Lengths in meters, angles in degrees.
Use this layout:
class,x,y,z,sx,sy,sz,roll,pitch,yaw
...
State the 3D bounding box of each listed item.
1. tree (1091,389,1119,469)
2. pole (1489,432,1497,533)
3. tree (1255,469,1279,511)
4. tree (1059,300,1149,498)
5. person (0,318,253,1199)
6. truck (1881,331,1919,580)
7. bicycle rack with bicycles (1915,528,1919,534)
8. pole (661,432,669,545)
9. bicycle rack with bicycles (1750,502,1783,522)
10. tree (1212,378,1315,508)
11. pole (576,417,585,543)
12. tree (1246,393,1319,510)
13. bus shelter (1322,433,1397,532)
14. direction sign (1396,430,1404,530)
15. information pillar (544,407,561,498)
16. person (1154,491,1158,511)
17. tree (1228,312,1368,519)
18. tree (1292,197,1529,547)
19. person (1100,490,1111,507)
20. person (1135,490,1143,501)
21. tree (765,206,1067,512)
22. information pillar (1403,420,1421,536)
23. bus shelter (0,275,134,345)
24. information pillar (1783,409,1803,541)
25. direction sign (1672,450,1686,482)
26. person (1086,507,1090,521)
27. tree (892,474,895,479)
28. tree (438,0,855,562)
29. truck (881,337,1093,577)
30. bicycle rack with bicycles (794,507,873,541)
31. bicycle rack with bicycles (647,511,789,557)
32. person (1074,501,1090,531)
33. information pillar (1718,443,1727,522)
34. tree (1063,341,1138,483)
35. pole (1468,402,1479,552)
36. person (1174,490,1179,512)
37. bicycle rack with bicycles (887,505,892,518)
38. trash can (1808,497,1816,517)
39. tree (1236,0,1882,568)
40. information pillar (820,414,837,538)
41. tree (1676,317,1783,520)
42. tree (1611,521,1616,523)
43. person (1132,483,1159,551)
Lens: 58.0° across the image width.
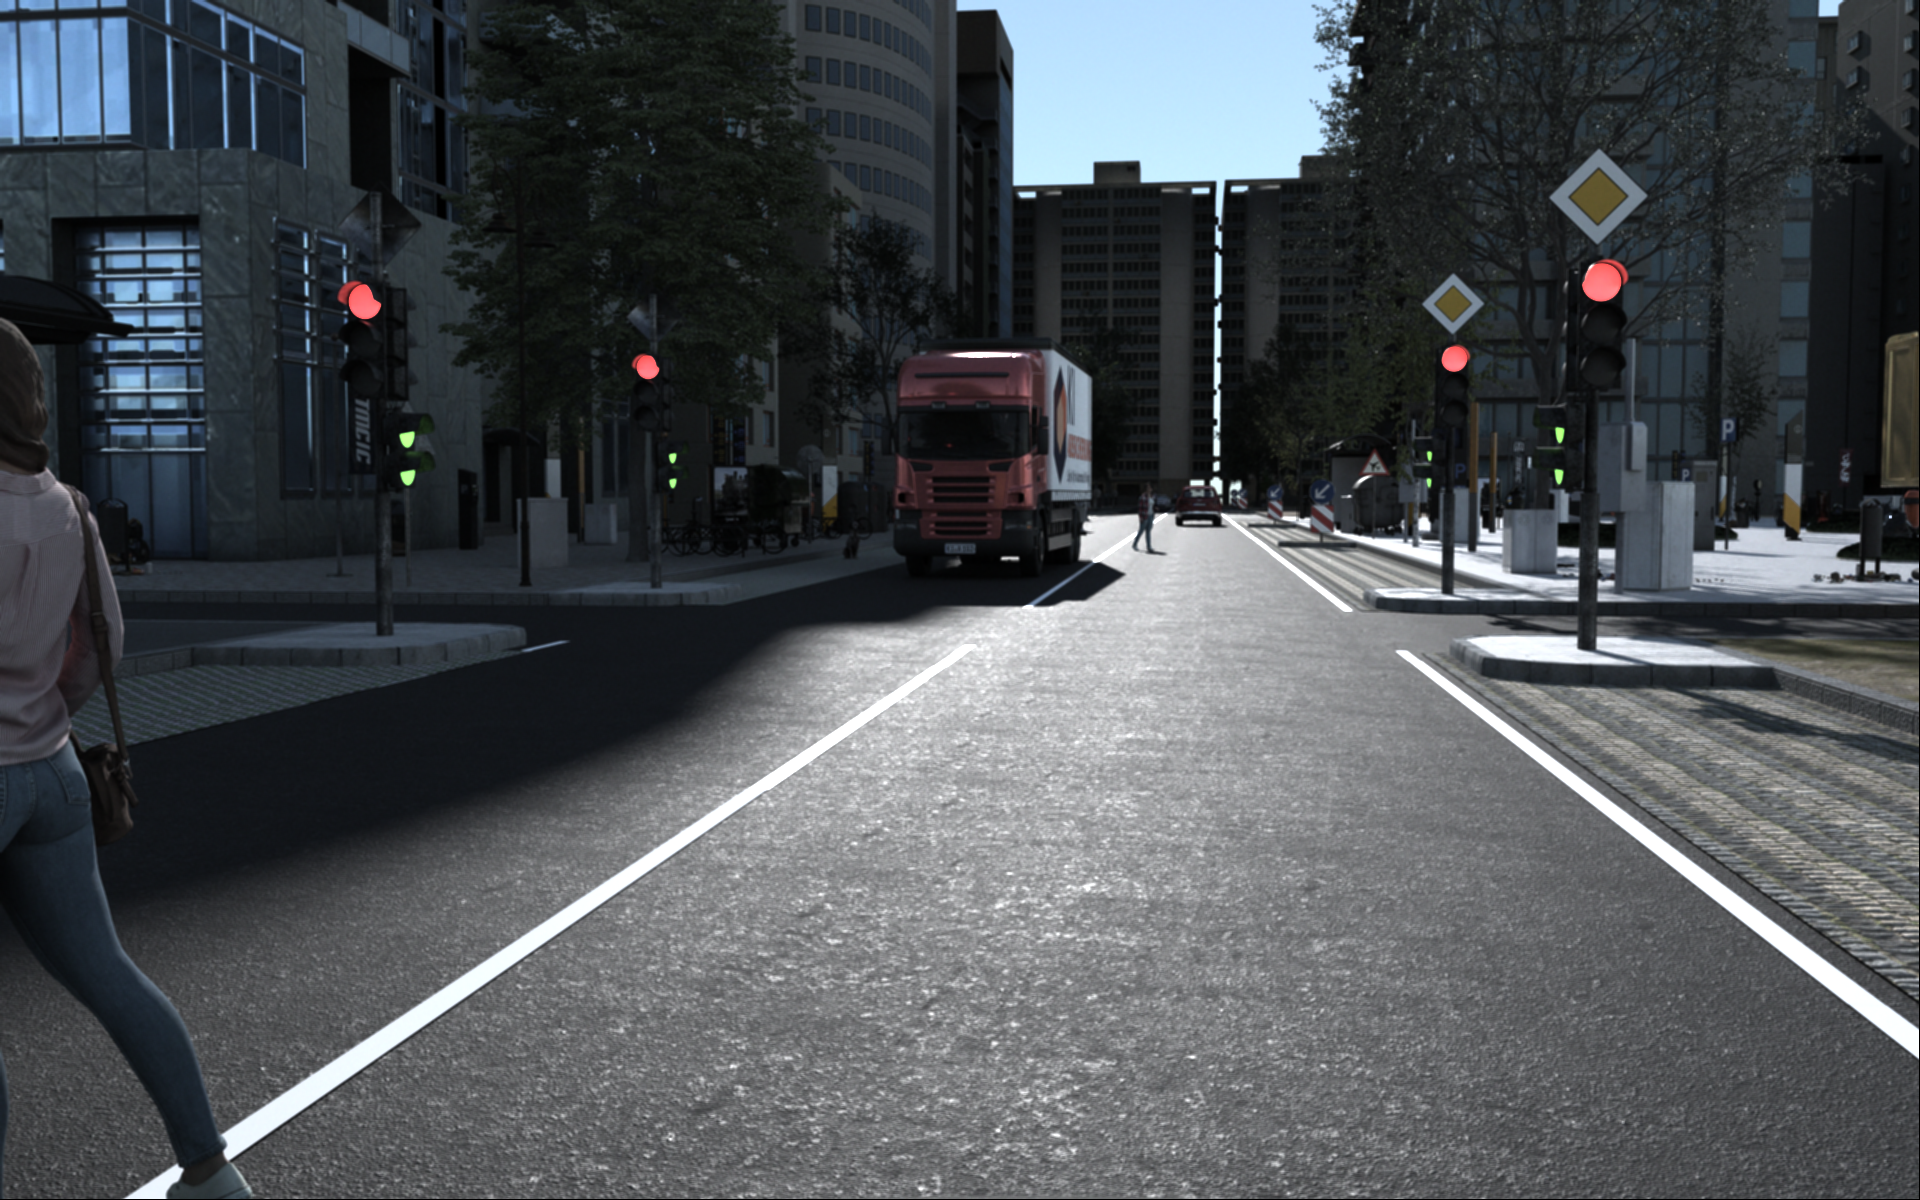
class,x,y,z,sx,sy,sz,roll,pitch,yaw
tree,8.488,-12.006,130.707,7.601,10.594,8.767,0,4,2
pole,17.614,-3.877,57.231,0.158,3.312,0.155,0,3,0
tree,23.288,-8.423,132.317,1.663,3.219,1.824,0,3,0
tree,12.578,-19.330,171.931,12.611,20.169,13.585,0,3,0
person,-1.695,0.361,3.193,0.643,1.750,0.593,1,4,10
truck,14.461,-1.262,16.551,9.791,3.379,3.469,1,4,10
bicycle rack with bicycles,27.467,-2.040,46.734,2.925,0.926,2.852,-1,4,-11
pole,-7.511,-3.069,44.016,0.158,3.312,0.155,0,3,0
bicycle rack with bicycles,37.710,-4.143,81.123,2.852,0.926,2.925,2,4,35
tree,28.355,-15.116,164.153,9.611,12.733,9.660,0,3,0
pole,-10.000,-3.168,45.647,0.158,3.312,0.155,0,3,0
tree,20.498,-9.730,109.449,4.360,8.622,3.978,0,3,0
bus shelter,13.864,-4.063,60.359,2.014,3.302,5.546,0,4,8
direction sign,15.605,-4.256,61.579,0.379,3.537,0.876,2,4,27
information pillar,-9.669,-3.045,41.147,0.183,3.616,0.504,2,4,28
person,16.985,-8.595,149.966,0.436,1.711,0.756,1,4,17
tree,17.346,-9.473,89.294,7.601,10.594,8.767,1,4,8
tree,11.270,-5.597,41.870,4.737,8.622,4.395,0,3,0
person,15.196,-10.480,179.930,1.350,1.814,0.705,0,4,3
person,13.986,-7.667,134.377,0.721,1.766,1.217,3,5,42
tree,-1.962,-7.429,55.873,8.767,10.594,7.601,-2,4,-34
information pillar,13.814,-3.761,52.848,0.183,3.616,0.504,-3,4,-36
bus shelter,-9.142,-1.214,13.765,2.014,3.302,5.546,0,4,8
information pillar,22.957,-3.447,47.715,0.504,3.616,0.183,-1,4,-9
direction sign,37.296,-5.991,89.947,0.876,3.537,0.379,-2,4,-23
person,6.700,-5.190,93.213,0.638,1.841,0.748,-3,4,-37
tree,-1.612,-4.384,66.275,1.663,3.219,1.824,0,3,0
tree,-5.692,-7.000,32.583,7.486,12.596,7.792,0,3,0
truck,0.824,-2.723,33.437,2.839,4.237,11.283,1,4,9
bicycle rack with bicycles,-4.288,-2.172,48.891,2.925,0.926,2.852,3,4,37
bicycle rack with bicycles,-5.287,-1.394,36.170,2.925,0.926,2.852,1,4,8
person,4.664,-3.566,66.646,0.661,1.843,0.795,-2,4,-24
information pillar,35.205,-5.415,79.891,0.504,3.616,0.183,-3,5,-41
tree,10.179,-14.467,143.187,9.857,13.997,8.962,0,3,0
pole,11.464,-2.741,38.661,0.158,3.312,0.155,0,3,0
person,17.784,-8.130,141.977,0.434,1.755,0.990,1,4,10
bicycle rack with bicycles,-2.750,-4.299,83.670,2.852,0.926,2.925,1,4,14
trash can,40.659,-4.340,82.605,0.748,1.137,0.748,0,3,0
tree,10.390,-7.340,30.377,12.009,13.543,11.850,0,3,0
information pillar,-3.833,-3.624,50.609,0.504,3.616,0.183,-2,4,-33
tree,32.515,-7.491,72.847,4.360,8.622,3.978,0,3,0
tree,29.610,-5.075,77.574,1.663,3.219,1.824,0,3,0
person,4.723,-2.119,43.989,0.563,1.720,0.643,-3,4,-39
